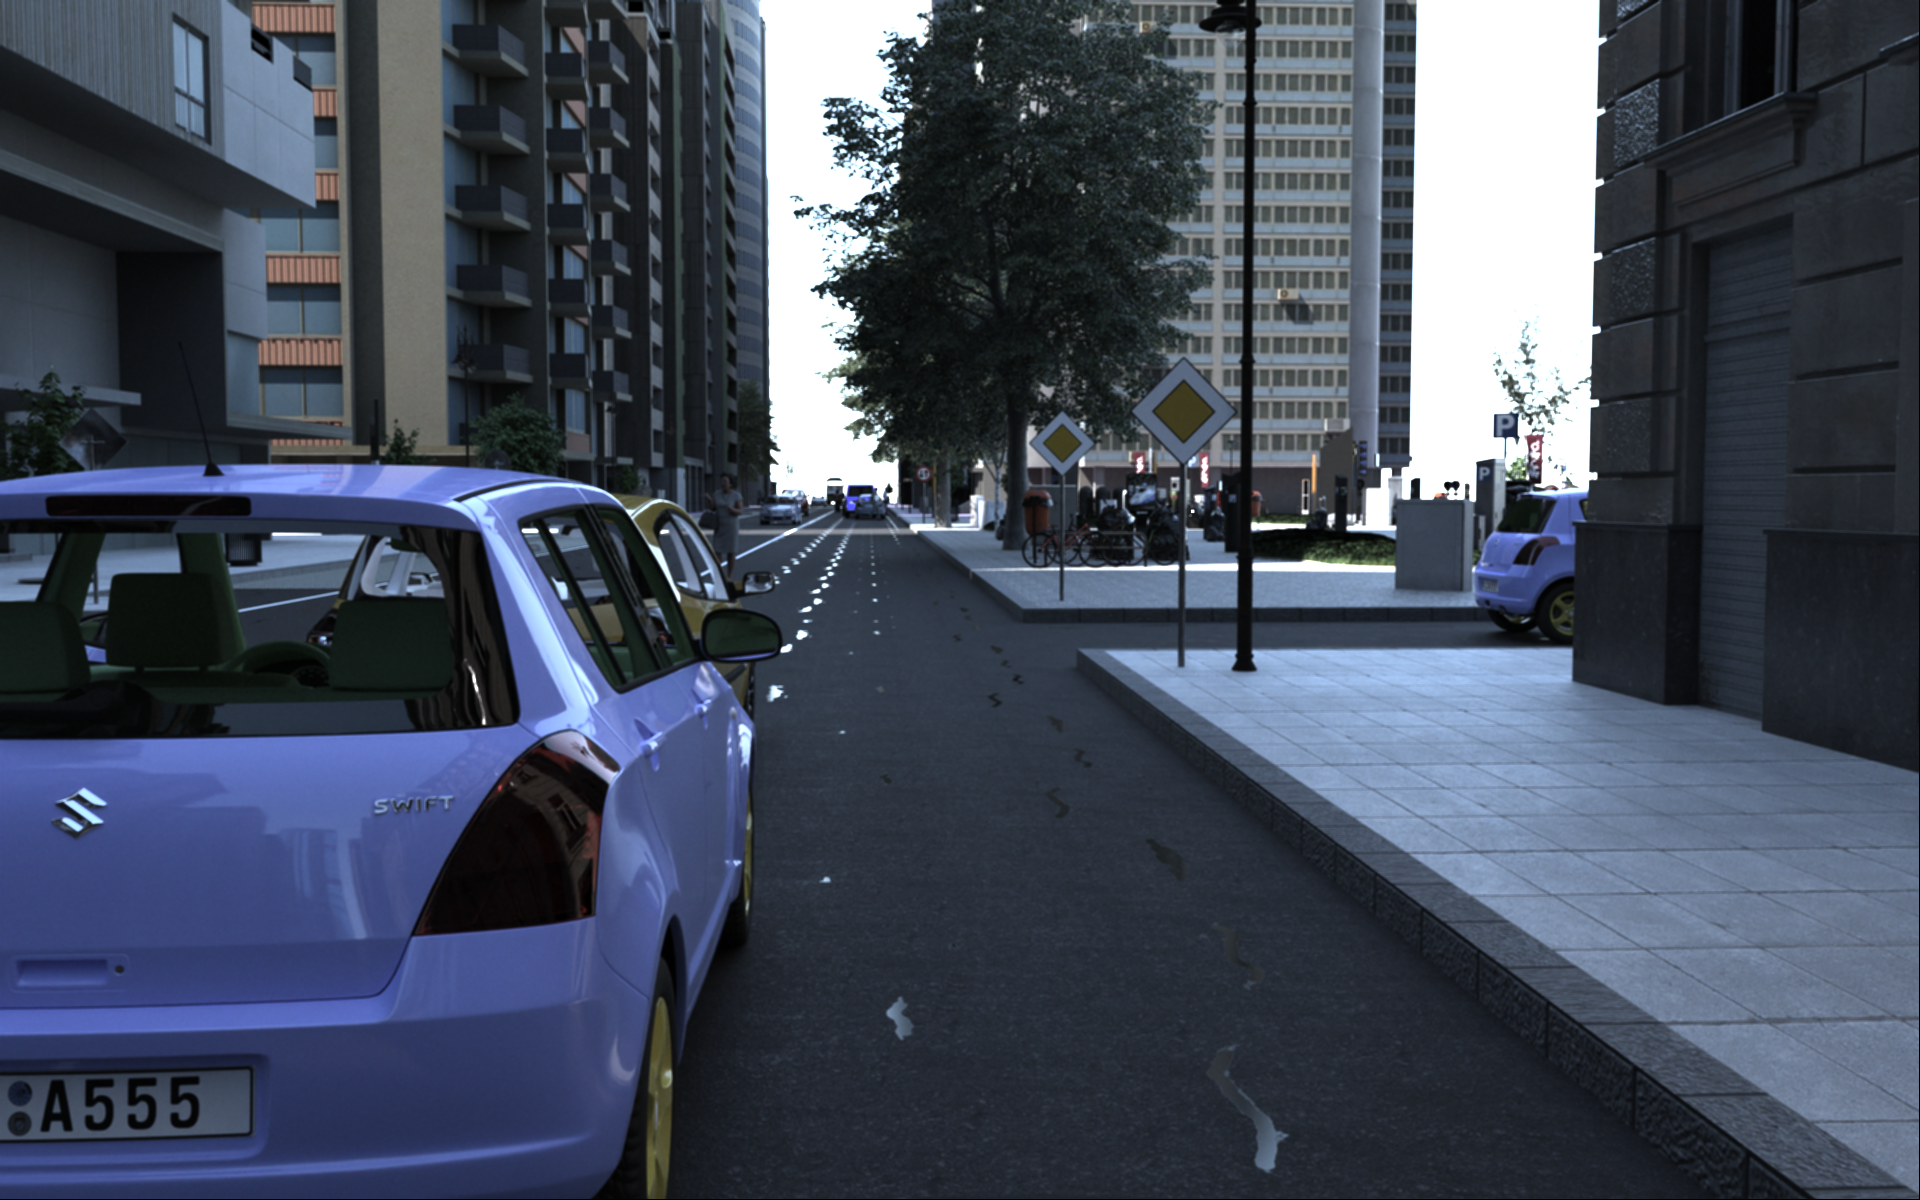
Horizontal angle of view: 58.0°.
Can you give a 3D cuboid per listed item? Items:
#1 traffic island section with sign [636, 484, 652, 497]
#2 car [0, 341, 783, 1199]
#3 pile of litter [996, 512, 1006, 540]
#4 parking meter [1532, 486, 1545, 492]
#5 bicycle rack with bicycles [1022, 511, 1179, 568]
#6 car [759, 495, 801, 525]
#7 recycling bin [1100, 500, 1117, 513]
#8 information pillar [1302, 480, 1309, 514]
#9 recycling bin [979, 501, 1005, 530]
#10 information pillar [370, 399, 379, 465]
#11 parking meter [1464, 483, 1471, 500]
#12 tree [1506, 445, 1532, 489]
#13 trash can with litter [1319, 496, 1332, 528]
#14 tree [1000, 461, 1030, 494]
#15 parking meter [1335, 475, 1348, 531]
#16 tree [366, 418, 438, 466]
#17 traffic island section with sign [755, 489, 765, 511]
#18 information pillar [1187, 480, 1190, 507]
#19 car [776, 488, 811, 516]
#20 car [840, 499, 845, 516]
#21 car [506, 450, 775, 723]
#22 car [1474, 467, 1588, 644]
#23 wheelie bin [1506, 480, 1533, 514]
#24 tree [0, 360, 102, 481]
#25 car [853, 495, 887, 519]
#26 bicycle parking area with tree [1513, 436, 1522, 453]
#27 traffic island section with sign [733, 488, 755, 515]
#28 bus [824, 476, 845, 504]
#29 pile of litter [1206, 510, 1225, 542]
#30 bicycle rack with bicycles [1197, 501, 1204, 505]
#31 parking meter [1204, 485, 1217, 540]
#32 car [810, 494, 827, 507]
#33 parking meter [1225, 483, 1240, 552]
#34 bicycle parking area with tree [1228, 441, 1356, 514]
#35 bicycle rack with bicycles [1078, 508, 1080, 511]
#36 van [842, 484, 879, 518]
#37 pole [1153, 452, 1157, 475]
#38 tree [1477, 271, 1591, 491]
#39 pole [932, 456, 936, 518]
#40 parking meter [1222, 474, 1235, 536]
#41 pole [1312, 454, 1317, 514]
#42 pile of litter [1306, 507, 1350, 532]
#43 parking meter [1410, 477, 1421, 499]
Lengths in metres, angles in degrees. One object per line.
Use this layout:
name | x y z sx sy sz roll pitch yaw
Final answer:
traffic island section with sign | -12.743 -3.745 69.851 1.989 1.847 2.006 0 4 -3
car | -1.439 0.319 4.377 1.945 1.707 3.694 0 4 -3
pile of litter | 1.661 -2.107 48.414 1.176 0.858 1.719 3 5 41
parking meter | 17.638 -2.716 52.818 0.372 1.533 0.369 0 3 0
bicycle rack with bicycles | 2.481 -1.075 30.957 2.925 0.926 2.852 0 4 -2
car | -8.530 -4.313 82.518 2.014 1.417 4.499 0 4 -2
recycling bin | 6.740 -4.042 78.643 0.722 1.027 0.722 1 4 8
information pillar | 17.637 -5.134 88.425 0.304 2.012 0.304 0 4 4
recycling bin | 1.146 -3.003 61.648 0.722 1.027 0.722 -2 4 -24
information pillar | -14.417 -3.141 42.713 0.183 3.616 0.504 -2 4 -33
parking meter | 25.560 -4.991 87.318 0.255 1.863 0.399 0 4 4
tree | 21.734 -4.477 67.792 1.663 3.219 1.824 0 3 0
trash can with litter | 13.767 -3.328 65.476 1.678 1.210 2.233 0 4 7
tree | 2.660 -5.729 88.273 1.663 3.219 1.824 0 3 0
parking meter | 11.458 -2.836 52.079 0.255 1.863 0.399 -1 4 -11
tree | -14.314 -3.029 44.124 1.663 3.219 1.824 0 3 0
traffic island section with sign | -16.830 -8.470 147.112 1.989 1.847 2.006 0 4 -3
information pillar | 11.387 -5.070 87.389 0.304 2.012 0.304 2 4 31
car | -11.017 -6.471 114.473 2.281 1.827 5.304 0 4 -5
car | -7.036 -6.509 116.211 2.009 1.686 4.222 0 4 -3
car | -1.976 0.091 8.731 2.015 1.641 3.980 0 4 -3
car | 7.102 -0.473 17.330 3.694 1.707 1.945 0 4 -1
wheelie bin | 12.490 -1.894 38.867 0.980 1.594 0.693 1 4 12
tree | -13.038 -1.869 25.159 1.663 3.219 1.824 0 3 0
car | -5.175 -5.353 99.521 2.014 1.417 4.499 0 4 -3
bicycle parking area with tree | 29.876 -6.014 85.328 8.231 4.147 9.016 0 4 8
traffic island section with sign | -15.359 -6.779 119.458 1.989 1.847 2.006 0 4 -3
bus | -17.734 -15.542 245.653 2.896 3.916 12.252 0 4 -4
pile of litter | 7.231 -2.019 46.972 1.176 0.858 1.719 2 4 32
bicycle rack with bicycles | 12.293 -4.421 85.672 2.925 0.926 2.852 -1 4 -20
parking meter | 7.045 -2.466 48.723 0.372 1.533 0.369 0 3 0
car | -15.785 -11.071 193.015 2.014 1.417 4.499 0 4 -5
parking meter | 6.043 -1.825 38.252 0.372 1.533 0.369 0 3 0
bicycle parking area with tree | 17.210 -6.511 93.451 8.231 4.147 9.016 1 4 11
bicycle rack with bicycles | 5.946 -4.338 84.311 2.852 0.926 2.925 2 4 25
van | -6.039 -6.174 105.324 2.240 2.365 5.245 0 4 -3
pole | 9.520 -5.559 84.732 0.158 3.312 0.155 0 3 0
tree | 18.974 -6.526 57.055 4.360 8.622 3.978 0 3 0
pole | -1.397 -6.047 92.712 0.158 3.312 0.155 0 3 0
parking meter | 7.709 -2.689 49.678 0.399 1.863 0.255 0 4 5
pole | 18.161 -5.807 88.785 0.158 3.312 0.155 0 3 0
pile of litter | 12.179 -2.659 57.439 1.719 0.858 1.176 -1 4 -11
parking meter | 15.806 -3.329 60.148 0.255 1.863 0.399 -1 4 -14
